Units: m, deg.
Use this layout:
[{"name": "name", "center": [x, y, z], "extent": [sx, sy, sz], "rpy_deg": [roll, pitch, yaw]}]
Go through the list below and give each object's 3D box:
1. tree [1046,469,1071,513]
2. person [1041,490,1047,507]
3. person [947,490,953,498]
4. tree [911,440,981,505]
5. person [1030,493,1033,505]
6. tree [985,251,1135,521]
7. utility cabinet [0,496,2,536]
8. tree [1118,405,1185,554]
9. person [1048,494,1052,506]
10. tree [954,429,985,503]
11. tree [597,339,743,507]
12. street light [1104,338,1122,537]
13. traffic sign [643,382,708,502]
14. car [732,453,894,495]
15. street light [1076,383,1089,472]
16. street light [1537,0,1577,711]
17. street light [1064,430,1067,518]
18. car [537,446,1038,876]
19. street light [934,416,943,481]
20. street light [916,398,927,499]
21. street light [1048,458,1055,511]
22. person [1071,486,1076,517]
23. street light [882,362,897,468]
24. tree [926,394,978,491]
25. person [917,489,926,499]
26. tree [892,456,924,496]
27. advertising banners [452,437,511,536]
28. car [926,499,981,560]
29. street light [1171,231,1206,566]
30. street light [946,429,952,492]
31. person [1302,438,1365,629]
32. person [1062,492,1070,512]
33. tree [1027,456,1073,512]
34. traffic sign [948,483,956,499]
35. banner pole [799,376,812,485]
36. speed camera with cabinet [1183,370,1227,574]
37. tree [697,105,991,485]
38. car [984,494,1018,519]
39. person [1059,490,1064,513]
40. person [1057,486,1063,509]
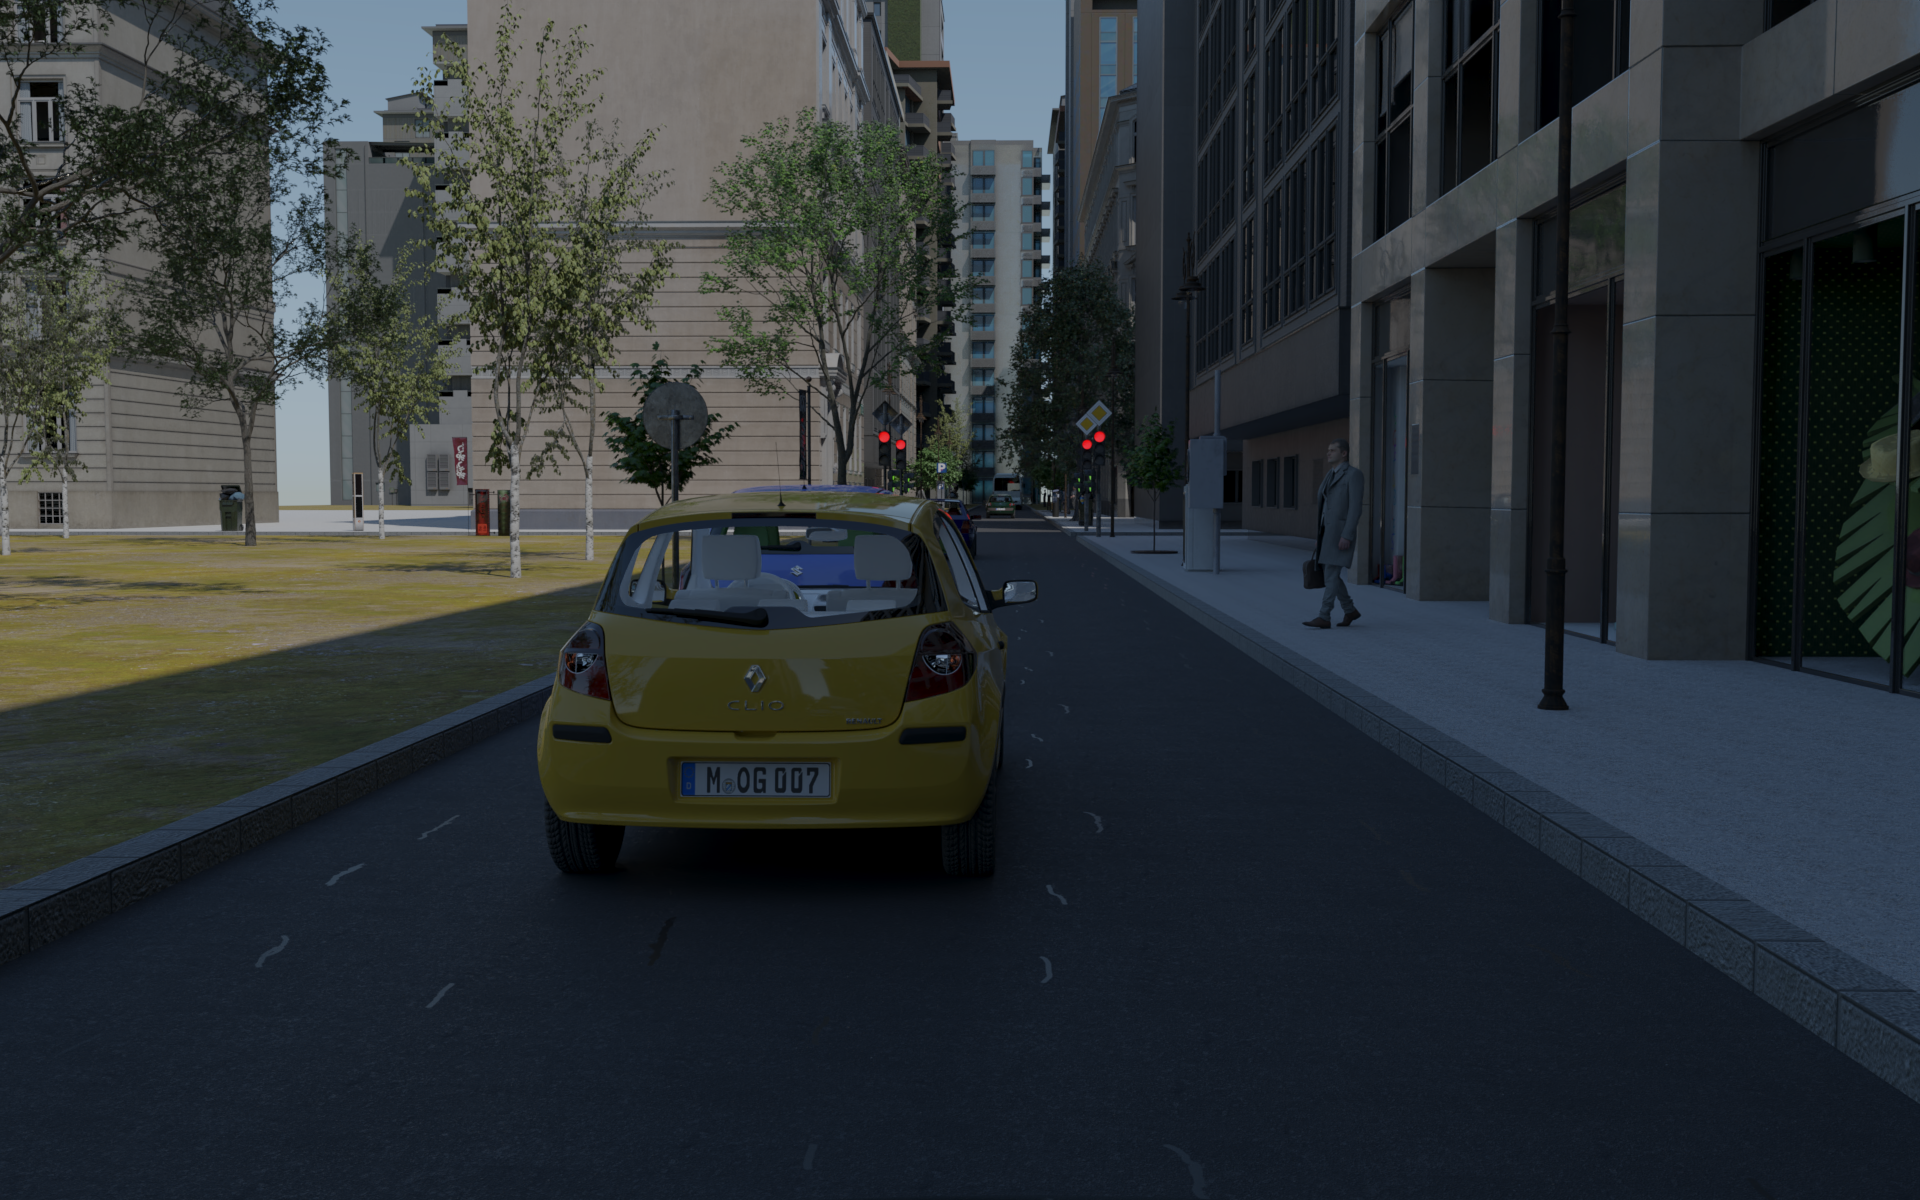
[{"name": "tree", "center": [6.657, -7.600, 118.856], "extent": [1.663, 3.219, 1.824], "rpy_deg": [0, 3, 0]}, {"name": "person", "center": [8.222, -10.019, 170.649], "extent": [0.742, 1.727, 0.445], "rpy_deg": [2, 4, 31]}, {"name": "person", "center": [-0.806, -8.532, 145.558], "extent": [0.705, 1.822, 1.348], "rpy_deg": [-1, 4, -20]}, {"name": "tree", "center": [-1.448, -7.490, 106.172], "extent": [4.285, 4.588, 4.351], "rpy_deg": [0, 3, 0]}, {"name": "person", "center": [8.386, -11.885, 203.620], "extent": [0.557, 1.426, 1.065], "rpy_deg": [-1, 4, -9]}, {"name": "tree", "center": [5.795, -10.107, 82.260], "extent": [9.611, 12.733, 9.660], "rpy_deg": [0, 3, 0]}, {"name": "utility cabinet", "center": [-29.963, -2.582, 53.375], "extent": [1.020, 1.237, 0.306], "rpy_deg": [-2, 4, -25]}, {"name": "tree", "center": [4.328, -2.622, 37.466], "extent": [1.663, 3.219, 1.824], "rpy_deg": [0, 3, 0]}, {"name": "person", "center": [9.745, -10.945, 188.188], "extent": [0.628, 1.438, 0.799], "rpy_deg": [-1, 4, -10]}, {"name": "tree", "center": [0.602, -14.720, 191.041], "extent": [4.360, 8.622, 3.978], "rpy_deg": [0, 3, 0]}, {"name": "tree", "center": [-3.822, -1.666, 21.838], "extent": [1.663, 3.219, 1.824], "rpy_deg": [0, 3, 0]}, {"name": "street light", "center": [4.535, -4.806, 51.366], "extent": [0.468, 5.910, 1.993], "rpy_deg": [0, 4, 2]}, {"name": "traffic sign", "center": [-3.241, -1.198, 19.699], "extent": [0.768, 2.556, 0.104], "rpy_deg": [0, 4, 8]}, {"name": "car", "center": [-1.032, -0.188, 12.662], "extent": [1.945, 1.707, 3.694], "rpy_deg": [0, 4, 0]}, {"name": "street light", "center": [5.126, -6.101, 72.546], "extent": [0.468, 5.910, 1.993], "rpy_deg": [0, 4, 2]}, {"name": "street light", "center": [3.544, -2.286, 10.171], "extent": [0.468, 5.910, 1.993], "rpy_deg": [0, 4, 2]}, {"name": "street light", "center": [5.700, -7.379, 93.429], "extent": [0.468, 5.910, 1.993], "rpy_deg": [0, 4, 2]}, {"name": "car", "center": [-0.644, 0.139, 7.955], "extent": [2.015, 1.641, 3.980], "rpy_deg": [0, 4, 2]}, {"name": "street light", "center": [-1.275, -7.912, 102.142], "extent": [0.468, 5.910, 1.993], "rpy_deg": [0, 4, 2]}, {"name": "street light", "center": [-1.831, -6.647, 81.461], "extent": [0.468, 5.910, 1.993], "rpy_deg": [0, 4, 2]}, {"name": "street light", "center": [6.205, -8.617, 113.681], "extent": [0.468, 5.910, 1.993], "rpy_deg": [0, 4, 2]}, {"name": "person", "center": [6.425, -5.585, 97.550], "extent": [0.606, 1.804, 0.583], "rpy_deg": [3, 5, 44]}, {"name": "street light", "center": [-2.457, -5.376, 60.687], "extent": [0.468, 5.910, 1.993], "rpy_deg": [0, 4, 2]}, {"name": "tree", "center": [-0.705, -10.892, 128.451], "extent": [4.737, 8.622, 4.395], "rpy_deg": [0, 3, 0]}, {"name": "person", "center": [-2.447, -6.437, 111.681], "extent": [0.661, 1.777, 0.834], "rpy_deg": [2, 4, 35]}, {"name": "tree", "center": [-2.422, -5.068, 77.464], "extent": [1.663, 3.219, 1.824], "rpy_deg": [0, 3, 0]}, {"name": "advertising banners", "center": [-14.563, -3.466, 52.863], "extent": [2.074, 3.025, 0.090], "rpy_deg": [1, 4, 16]}, {"name": "car", "center": [-0.494, -1.630, 39.232], "extent": [1.945, 1.354, 3.894], "rpy_deg": [0, 4, 1]}, {"name": "street light", "center": [4.035, -3.544, 30.725], "extent": [0.468, 5.910, 1.993], "rpy_deg": [0, 4, 2]}, {"name": "street light", "center": [-0.740, -9.152, 122.427], "extent": [0.468, 5.910, 1.993], "rpy_deg": [0, 4, 2]}, {"name": "person", "center": [3.573, -0.639, 16.596], "extent": [0.767, 1.812, 0.694], "rpy_deg": [-1, 4, -19]}, {"name": "person", "center": [7.390, -6.988, 120.973], "extent": [0.731, 1.740, 0.598], "rpy_deg": [-2, 4, -25]}, {"name": "tree", "center": [6.555, -8.754, 126.848], "extent": [4.285, 4.588, 4.351], "rpy_deg": [0, 3, 0]}, {"name": "traffic sign", "center": [-0.681, -7.292, 119.234], "extent": [0.884, 2.594, 0.081], "rpy_deg": [0, 4, 8]}, {"name": "banner pole", "center": [-3.266, -2.852, 36.655], "extent": [0.401, 3.779, 0.863], "rpy_deg": [1, 4, 15]}, {"name": "speed camera with cabinet", "center": [3.993, -2.085, 28.432], "extent": [0.660, 3.252, 2.038], "rpy_deg": [0, 4, 5]}, {"name": "tree", "center": [-3.057, -7.343, 45.813], "extent": [9.928, 11.665, 9.643], "rpy_deg": [0, 3, 0]}, {"name": "car", "center": [2.394, -5.652, 102.200], "extent": [2.009, 1.686, 4.222], "rpy_deg": [0, 4, 1]}, {"name": "person", "center": [6.628, -6.680, 115.600], "extent": [0.601, 1.785, 0.444], "rpy_deg": [0, 4, 5]}, {"name": "person", "center": [6.277, -6.417, 111.307], "extent": [0.623, 1.781, 0.721], "rpy_deg": [-1, 4, -17]}]
